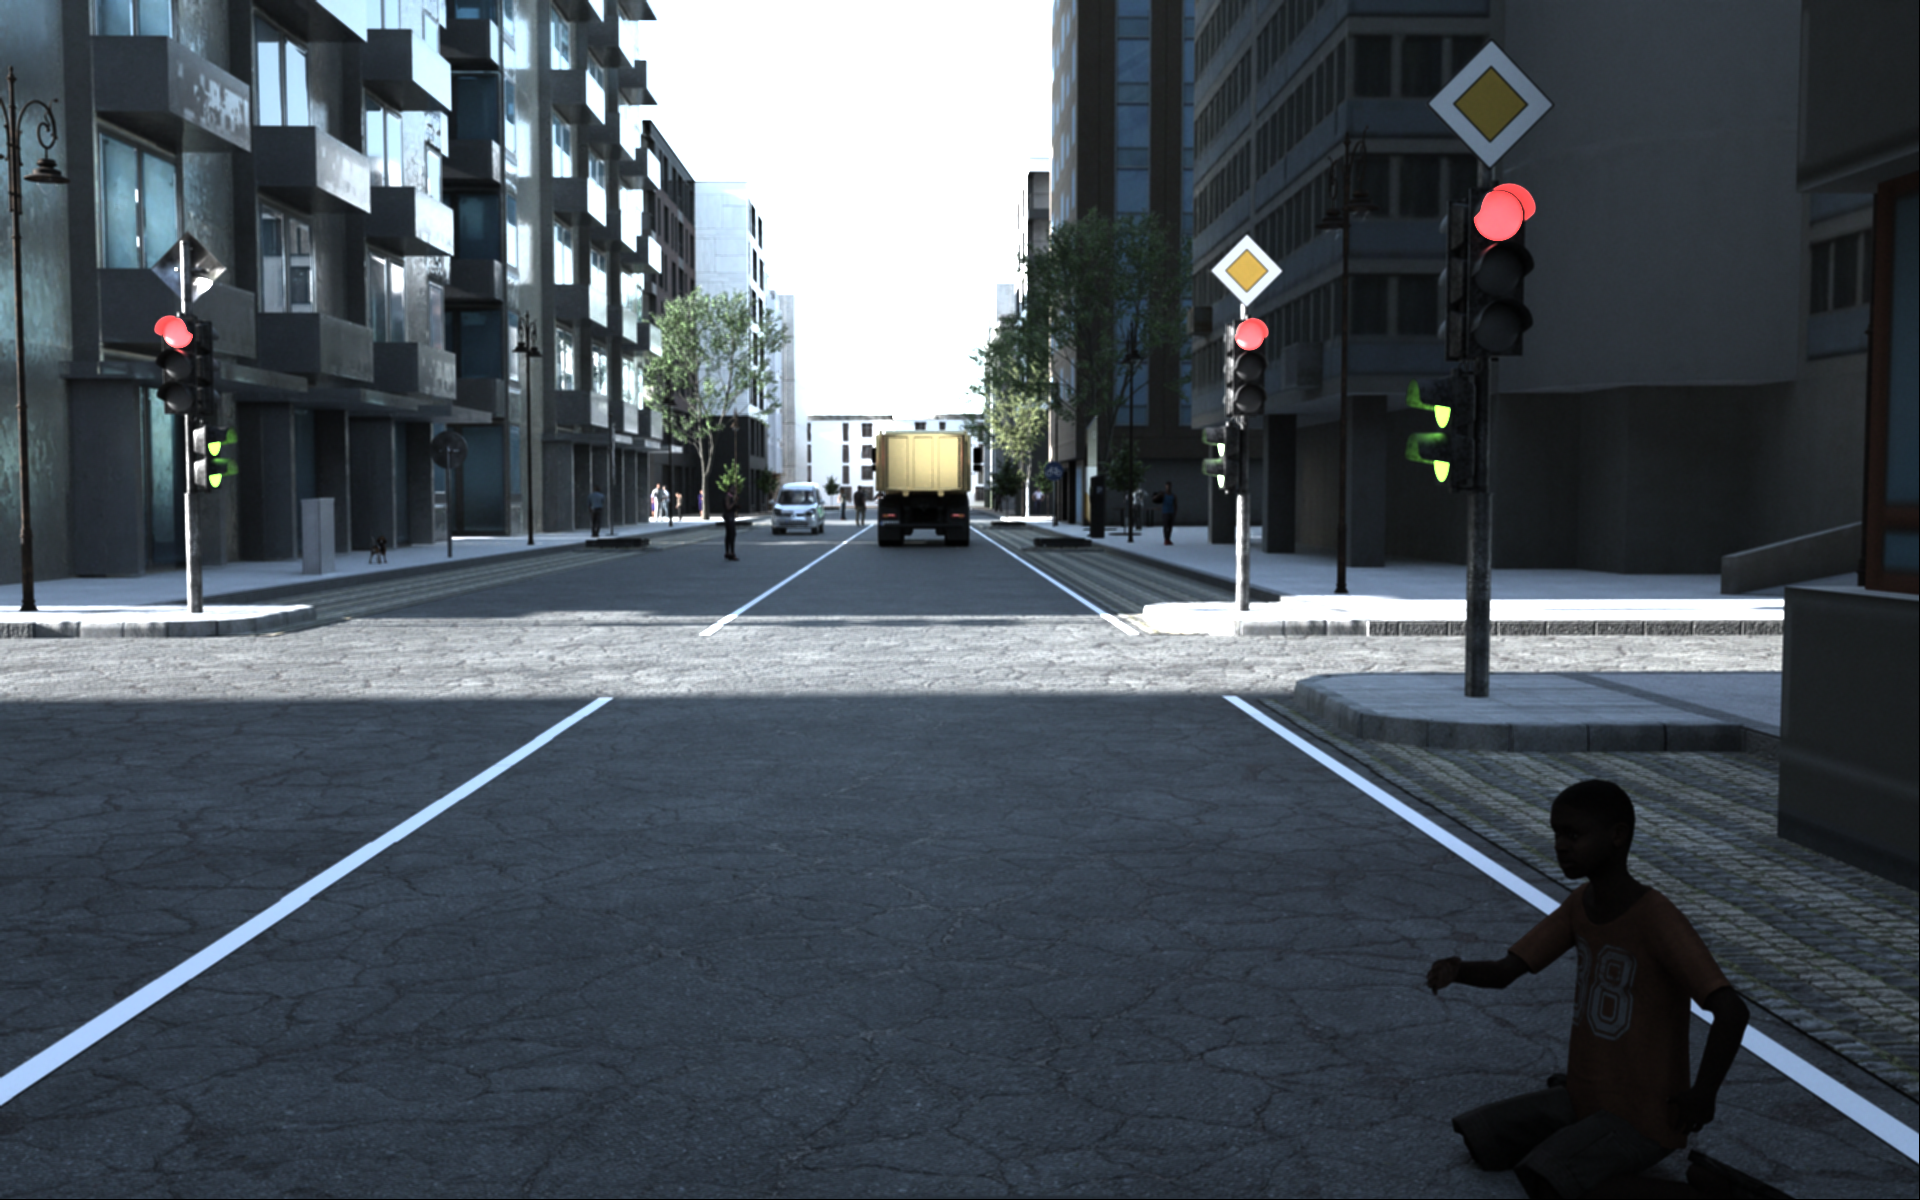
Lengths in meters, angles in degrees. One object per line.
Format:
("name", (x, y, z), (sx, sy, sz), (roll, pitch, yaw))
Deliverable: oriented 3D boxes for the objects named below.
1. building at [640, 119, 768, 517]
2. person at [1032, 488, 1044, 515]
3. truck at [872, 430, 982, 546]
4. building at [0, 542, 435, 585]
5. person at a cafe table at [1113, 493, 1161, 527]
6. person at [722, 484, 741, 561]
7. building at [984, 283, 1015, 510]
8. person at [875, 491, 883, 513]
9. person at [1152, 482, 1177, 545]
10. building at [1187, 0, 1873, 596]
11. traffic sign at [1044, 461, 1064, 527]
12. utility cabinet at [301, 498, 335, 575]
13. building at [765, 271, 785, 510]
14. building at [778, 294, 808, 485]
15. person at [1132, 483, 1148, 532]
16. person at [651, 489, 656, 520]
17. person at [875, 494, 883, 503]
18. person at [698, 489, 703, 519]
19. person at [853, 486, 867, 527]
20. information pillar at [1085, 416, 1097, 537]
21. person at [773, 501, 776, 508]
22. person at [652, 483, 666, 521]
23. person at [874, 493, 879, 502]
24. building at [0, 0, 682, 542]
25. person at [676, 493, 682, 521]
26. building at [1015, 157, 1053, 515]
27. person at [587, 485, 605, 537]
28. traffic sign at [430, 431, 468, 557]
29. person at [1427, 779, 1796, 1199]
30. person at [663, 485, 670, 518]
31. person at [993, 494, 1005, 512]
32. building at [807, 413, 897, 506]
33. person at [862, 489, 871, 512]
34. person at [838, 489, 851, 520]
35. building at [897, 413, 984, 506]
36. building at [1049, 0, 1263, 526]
("building", (-27.716, -16.322, 110.833), (27.936, 21.610, 32.646), (0, 4, -1))
("person", (4.703, -5.934, 103.997), (0.756, 1.711, 0.436), (0, 4, 1))
("truck", (-1.021, -3.372, 51.054), (3.469, 3.379, 9.791), (0, 4, 0))
("building", (-23.234, -25.270, 32.775), (23.786, 49.044, 30.456), (0, 4, -1))
("person at a cafe table", (6.818, -3.599, 67.353), (1.698, 1.524, 1.622), (1, 4, 20))
("person", (-4.907, -1.684, 37.496), (0.593, 1.643, 0.415), (3, 5, 41))
("building", (11.123, -17.573, 153.778), (16.747, 18.905, 31.486), (0, 4, -1))
("person", (-6.120, -7.618, 133.019), (0.705, 1.831, 1.348), (-3, 5, -39))
("person", (5.204, -2.195, 43.803), (0.647, 1.594, 0.662), (-1, 4, -20))
("building", (17.895, -20.991, 35.077), (23.993, 40.220, 32.217), (0, 4, -1))
("traffic sign", (3.657, -4.125, 67.547), (0.768, 2.556, 0.104), (0, 4, 6))
("utility cabinet", (-10.370, -1.029, 27.979), (0.306, 1.237, 1.020), (0, 4, -7))
("building", (-22.879, -17.648, 144.958), (16.016, 20.091, 11.380), (0, 4, -1))
("building", (-30.523, -18.022, 161.114), (31.486, 18.905, 16.747), (0, 4, -1))
("person", (6.016, -3.160, 58.440), (0.376, 1.734, 0.841), (-1, 4, -15))
("person", (-15.019, -4.717, 85.529), (0.453, 1.535, 0.546), (0, 4, 3))
("person", (-3.781, -4.605, 86.988), (0.799, 1.438, 0.628), (-2, 4, -32))
("person", (-13.224, -4.937, 89.131), (0.453, 1.535, 0.546), (-3, 5, -42))
("person", (-4.388, -4.143, 76.368), (0.598, 1.807, 0.434), (3, 5, 42))
("information pillar", (3.955, -3.718, 52.138), (0.183, 3.616, 0.504), (3, 5, 43))
("person", (-7.016, -3.430, 67.822), (0.726, 1.435, 0.776), (-1, 4, -21))
("person", (-14.159, -4.599, 81.386), (0.875, 1.805, 0.789), (-2, 4, -25))
("person", (-6.269, -7.816, 136.433), (1.348, 1.807, 0.705), (-3, 4, -36))
("building", (-23.490, -27.160, 63.667), (23.786, 49.044, 30.456), (0, 4, -1))
("person", (-13.476, -4.479, 83.182), (0.435, 1.345, 0.340), (2, 4, 35))
("building", (17.650, -16.994, 121.830), (27.936, 21.610, 32.646), (0, 4, -1))
("person", (-10.750, -2.620, 51.086), (0.499, 1.552, 0.429), (1, 4, 16))
("traffic sign", (-10.337, -2.135, 35.020), (0.768, 2.556, 0.104), (0, 4, 2))
("person", (1.280, 0.807, 3.591), (0.655, 0.850, 0.859), (-1, 4, -15))
("person", (-15.523, -5.190, 91.619), (0.376, 1.734, 0.841), (0, 4, -3))
("person", (2.797, -7.244, 125.033), (0.990, 1.755, 0.434), (2, 4, 29))
("building", (-21.007, -14.731, 182.994), (28.070, 9.664, 9.099), (0, 4, -1))
("person", (-7.772, -7.979, 139.035), (1.350, 1.814, 0.705), (1, 4, 20))
("person", (-6.427, -5.312, 96.066), (0.721, 1.735, 1.217), (2, 4, 30))
("building", (7.034, -14.826, 184.549), (28.070, 9.664, 9.099), (0, 4, -1))
("building", (11.305, -25.944, 74.294), (14.600, 45.320, 14.200), (0, 4, -1))
